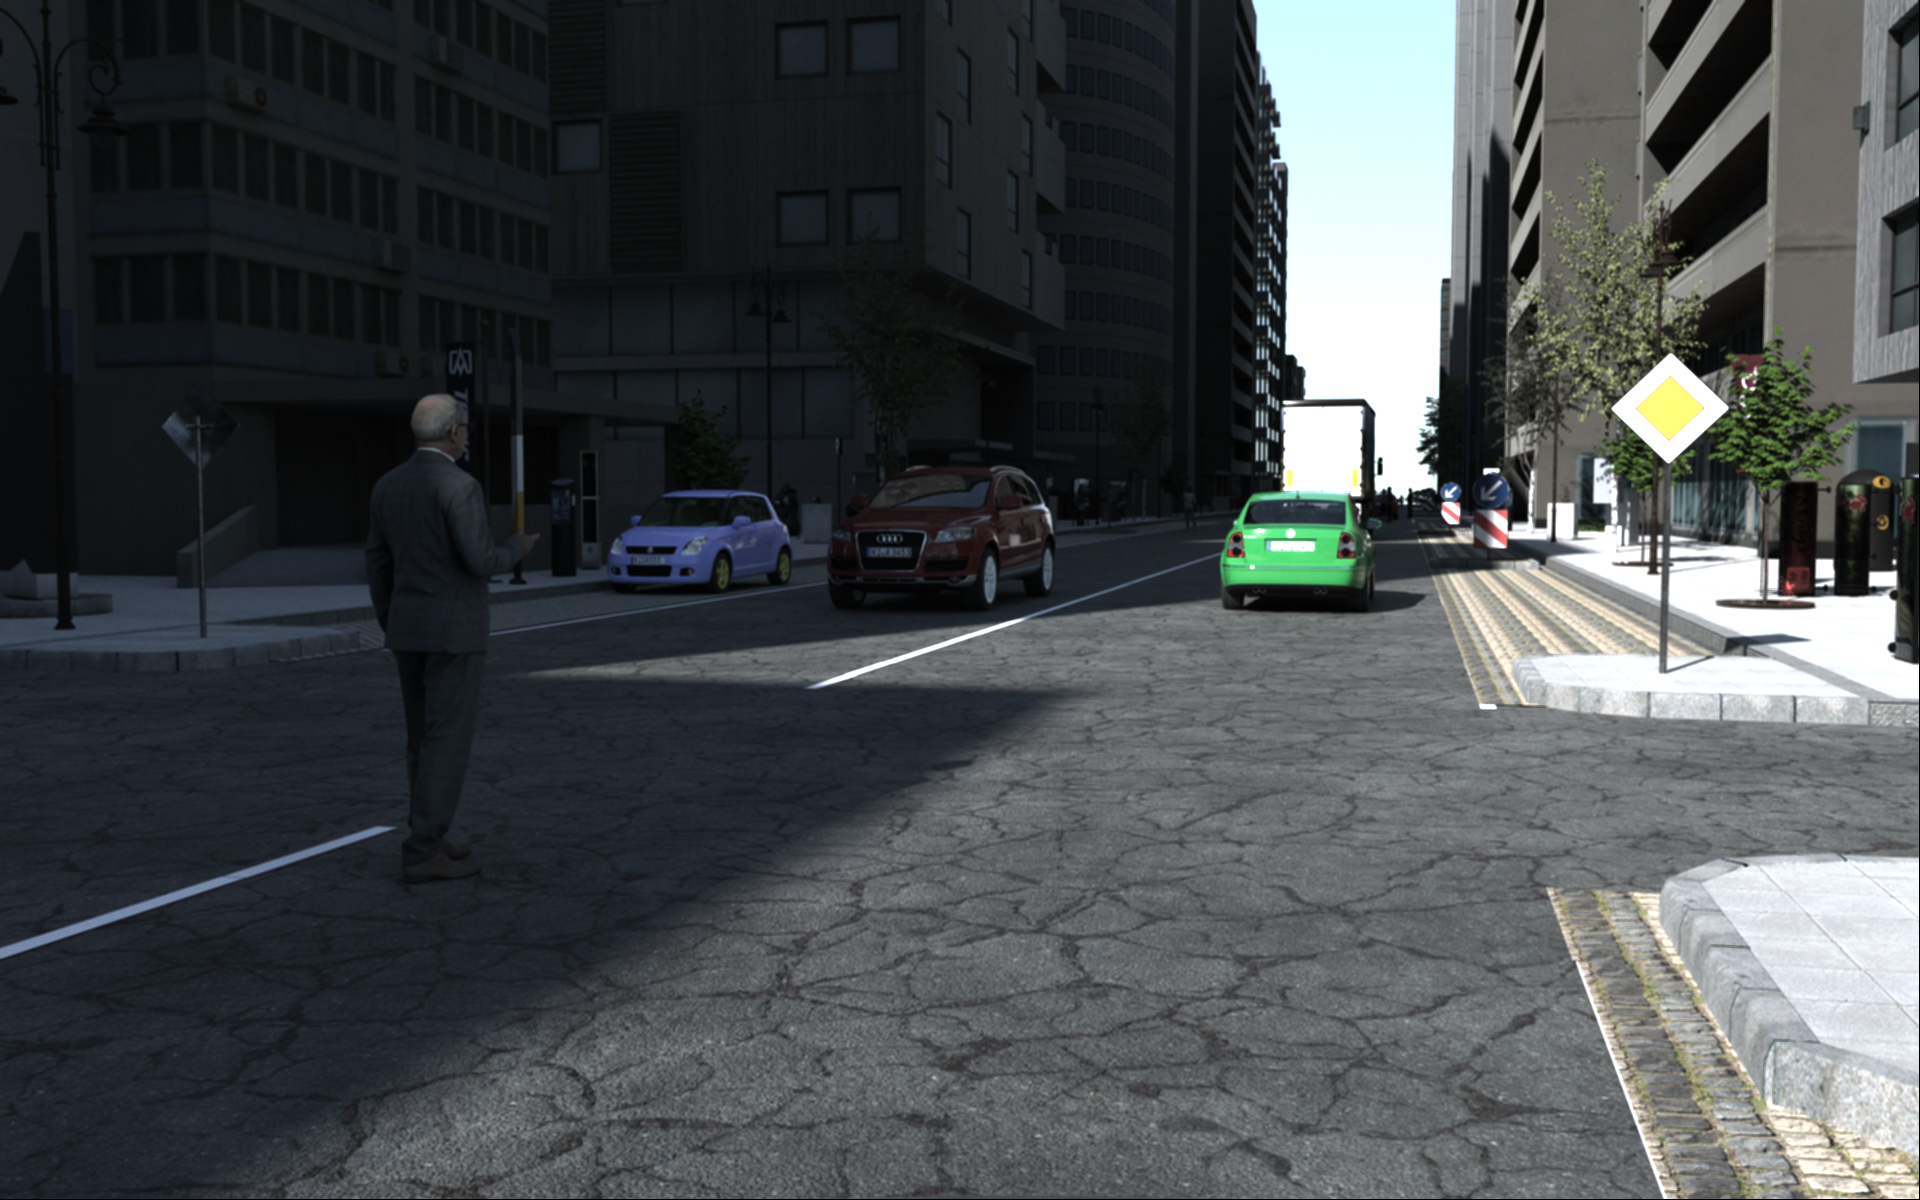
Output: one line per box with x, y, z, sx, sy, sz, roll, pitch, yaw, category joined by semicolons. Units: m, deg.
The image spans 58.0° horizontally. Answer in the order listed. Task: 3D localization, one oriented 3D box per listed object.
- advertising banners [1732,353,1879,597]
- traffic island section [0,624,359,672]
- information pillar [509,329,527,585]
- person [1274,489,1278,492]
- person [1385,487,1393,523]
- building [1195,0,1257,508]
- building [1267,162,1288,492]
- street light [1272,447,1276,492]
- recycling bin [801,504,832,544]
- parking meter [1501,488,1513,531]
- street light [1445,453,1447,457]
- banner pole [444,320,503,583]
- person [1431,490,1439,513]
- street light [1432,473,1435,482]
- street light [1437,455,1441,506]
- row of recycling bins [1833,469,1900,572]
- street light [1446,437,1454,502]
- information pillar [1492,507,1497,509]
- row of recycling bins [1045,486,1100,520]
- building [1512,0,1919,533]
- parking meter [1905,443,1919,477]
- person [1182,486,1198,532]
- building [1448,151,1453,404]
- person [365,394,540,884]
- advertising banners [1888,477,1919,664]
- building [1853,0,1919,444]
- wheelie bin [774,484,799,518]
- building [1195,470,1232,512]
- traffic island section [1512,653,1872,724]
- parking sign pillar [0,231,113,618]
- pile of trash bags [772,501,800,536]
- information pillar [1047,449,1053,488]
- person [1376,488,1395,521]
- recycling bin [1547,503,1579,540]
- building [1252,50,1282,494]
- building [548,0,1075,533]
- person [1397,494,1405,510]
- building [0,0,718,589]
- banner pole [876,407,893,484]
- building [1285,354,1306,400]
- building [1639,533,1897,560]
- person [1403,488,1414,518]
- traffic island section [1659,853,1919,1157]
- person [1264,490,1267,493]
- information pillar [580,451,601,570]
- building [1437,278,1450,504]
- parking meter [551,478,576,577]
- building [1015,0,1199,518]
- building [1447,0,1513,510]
10.541;-1.559;21.675;2.074;3.025;0.090;-1;4;-8;advertising banners
-6.756;0.419;15.423;2.009;0.180;2.903;1;4;14;traffic island section
-6.278;-2.030;24.541;0.183;3.616;0.504;-2;4;-24;information pillar
16.234;-4.861;88.902;0.541;1.710;0.530;-1;4;-21;person
21.588;-4.808;87.208;0.705;1.812;1.348;1;4;11;person
14.325;-32.348;152.590;21.300;48.544;21.600;1;4;14;building
31.813;-32.132;208.948;14.154;41.232;14.086;1;4;14;building
30.897;-12.109;170.770;0.468;5.910;1.993;1;4;14;street light
-3.727;-1.984;44.992;0.722;1.027;0.722;-1;4;-10;recycling bin
18.955;-3.157;60.027;0.372;1.533;0.369;0;3;0;parking meter
44.528;-11.343;158.247;0.468;5.910;1.993;1;4;14;street light
-7.050;-2.141;25.029;0.863;3.779;0.401;1;4;15;banner pole
35.807;-7.414;130.638;0.541;1.710;0.530;2;4;33;person
55.510;-13.980;201.367;0.468;5.910;1.993;1;4;14;street light
50.522;-12.801;182.091;0.468;5.910;1.993;1;4;14;street light
16.386;-1.312;28.566;3.534;1.692;1.069;1;4;17;row of recycling bins
39.744;-10.208;139.689;0.468;5.910;1.993;1;4;14;street light
25.214;-4.733;81.879;0.304;2.012;0.304;0;4;6;information pillar
5.655;-4.835;86.170;3.534;1.692;1.069;-3;5;-43;row of recycling bins
34.368;-27.335;70.629;21.300;48.544;21.600;1;4;14;building
10.905;-0.847;19.559;0.255;1.863;0.399;-3;4;-38;parking meter
8.825;-3.496;66.246;0.593;1.750;0.643;0;4;-2;person
70.661;-35.848;209.824;21.300;48.544;21.600;1;4;14;building
-1.914;0.129;6.571;0.661;1.801;0.590;2;4;33;person
7.108;-0.996;12.478;0.090;3.025;2.074;1;4;12;advertising banners
17.933;-14.949;16.112;14.107;30.474;14.160;1;4;14;building
-5.524;-2.897;55.272;0.693;1.594;0.980;-1;4;-23;wheelie bin
3.961;-26.886;131.467;32.217;40.220;23.993;1;4;14;building
5.056;0.604;12.411;2.009;0.180;2.903;1;4;14;traffic island section
-9.882;-1.833;18.447;1.447;3.967;1.447;3;5;45;parking sign pillar
-6.683;-2.628;52.720;3.447;1.369;1.912;-2;4;-23;pile of trash bags
4.654;-6.019;89.759;0.183;3.616;0.504;2;4;34;information pillar
22.431;-5.044;91.762;1.217;1.735;0.721;2;4;26;person
16.901;-2.202;48.563;0.722;1.027;0.722;2;4;29;recycling bin
22.872;-34.752;187.810;23.786;49.044;30.456;1;4;14;building
-10.892;-29.417;70.213;28.713;52.752;27.495;1;4;14;building
40.028;-8.887;157.054;1.065;1.426;0.557;0;4;-1;person
-22.040;-20.918;33.896;32.217;40.220;23.993;1;4;14;building
-2.123;-3.655;49.775;0.863;3.779;0.401;3;5;43;banner pole
31.383;-23.655;231.797;27.650;21.520;28.899;1;4;14;building
28.930;-25.491;40.472;21.300;48.544;21.600;1;4;14;building
27.170;-5.881;104.666;0.705;1.822;1.348;-1;4;-10;person
3.079;1.077;4.674;2.009;0.180;2.903;1;4;14;traffic island section
22.708;-7.284;128.531;0.756;1.711;0.436;-2;4;-27;person
-6.266;-1.523;29.386;0.304;2.012;0.304;0;4;-4;information pillar
70.807;-28.023;229.884;14.160;30.474;14.107;1;4;14;building
-6.178;-1.136;26.987;0.372;1.533;0.369;0;3;0;parking meter
2.236;-34.401;104.460;21.231;58.520;28.212;1;4;14;building
63.302;-39.302;184.591;21.231;58.520;28.212;1;4;14;building
